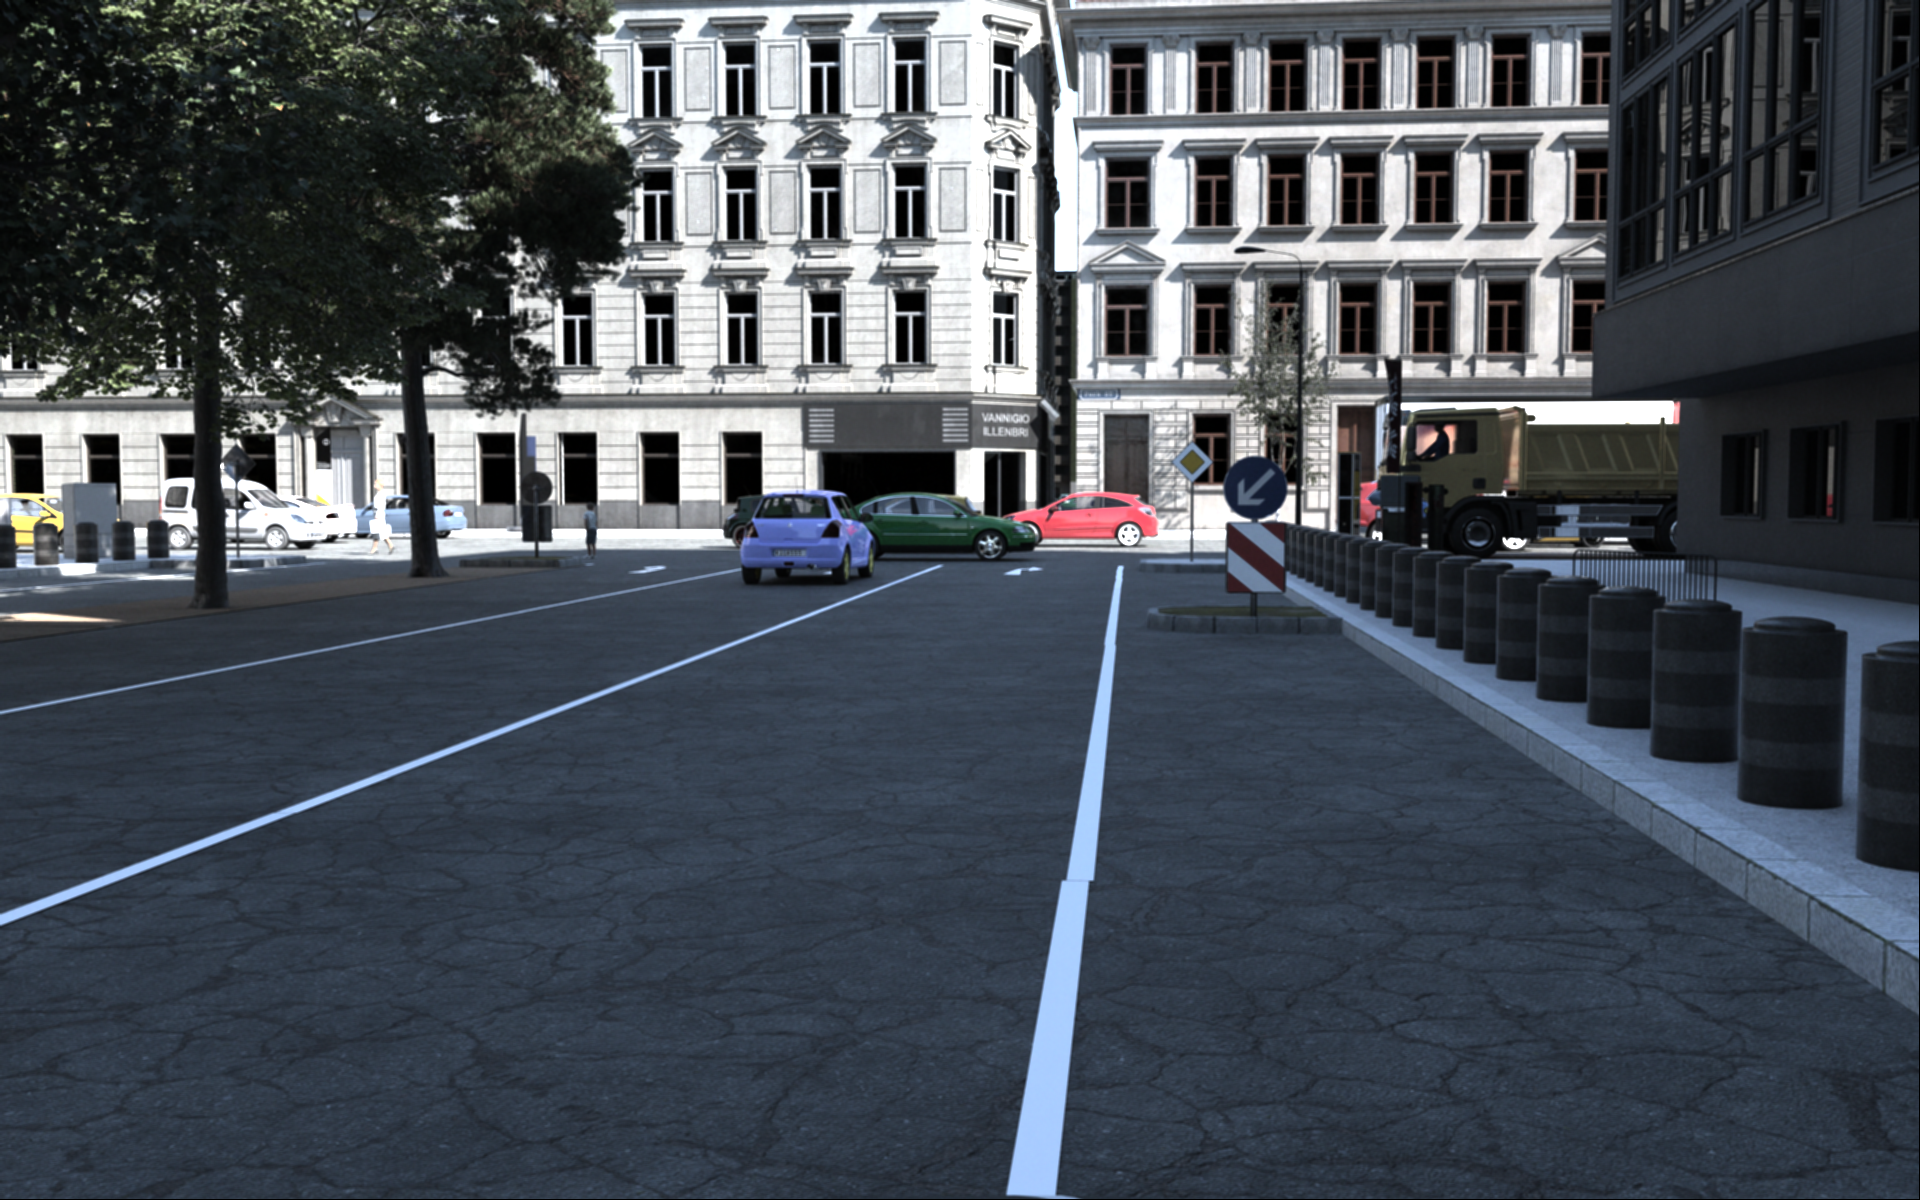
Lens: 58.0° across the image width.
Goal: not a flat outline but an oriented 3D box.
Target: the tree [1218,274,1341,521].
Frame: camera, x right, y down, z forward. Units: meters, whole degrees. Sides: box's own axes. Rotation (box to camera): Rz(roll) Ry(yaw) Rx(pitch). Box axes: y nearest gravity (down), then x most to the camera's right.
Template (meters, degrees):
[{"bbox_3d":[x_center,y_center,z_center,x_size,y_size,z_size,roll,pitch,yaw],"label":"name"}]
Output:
[{"bbox_3d":[10.584,-6.549,57.445,4.360,8.622,3.978,0,3,0],"label":"tree"}]

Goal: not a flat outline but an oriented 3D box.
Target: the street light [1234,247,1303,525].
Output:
[{"bbox_3d":[5.848,-3.675,32.620,1.470,5.913,1.316,0,4,6],"label":"street light"}]

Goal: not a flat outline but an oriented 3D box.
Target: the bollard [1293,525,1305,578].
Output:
[{"bbox_3d":[5.353,-0.718,26.451,0.404,0.777,0.398,0,3,0],"label":"bollard"}]

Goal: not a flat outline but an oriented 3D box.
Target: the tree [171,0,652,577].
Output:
[{"bbox_3d":[-9.398,-7.328,29.690,7.806,13.903,7.818,0,3,0],"label":"tree"}]

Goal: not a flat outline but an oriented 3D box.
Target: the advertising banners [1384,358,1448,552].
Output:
[{"bbox_3d":[6.083,-1.649,23.145,0.090,3.025,2.074,3,4,38],"label":"advertising banners"}]

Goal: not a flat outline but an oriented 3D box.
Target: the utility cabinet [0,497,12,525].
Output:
[{"bbox_3d":[-19.414,-1.420,34.373,1.020,1.237,0.306,0,4,-8],"label":"utility cabinet"}]

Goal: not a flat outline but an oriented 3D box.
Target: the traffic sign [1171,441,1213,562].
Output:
[{"bbox_3d":[4.401,-1.788,32.870,0.795,2.450,0.064,0,4,6],"label":"traffic sign"}]

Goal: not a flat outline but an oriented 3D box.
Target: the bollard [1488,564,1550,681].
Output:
[{"bbox_3d":[3.934,0.165,12.022,0.404,0.777,0.398,0,3,0],"label":"bollard"}]

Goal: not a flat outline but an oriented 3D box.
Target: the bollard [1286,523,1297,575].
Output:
[{"bbox_3d":[5.476,-0.791,27.655,0.404,0.777,0.398,0,3,0],"label":"bollard"}]

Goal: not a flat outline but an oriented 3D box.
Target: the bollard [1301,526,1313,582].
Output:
[{"bbox_3d":[5.242,-0.644,25.253,0.404,0.777,0.398,0,3,0],"label":"bollard"}]

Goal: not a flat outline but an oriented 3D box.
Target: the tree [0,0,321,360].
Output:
[{"bbox_3d":[-10.524,-5.732,13.188,9.611,12.733,9.660,0,3,0],"label":"tree"}]

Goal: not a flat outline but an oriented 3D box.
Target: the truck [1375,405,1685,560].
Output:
[{"bbox_3d":[13.604,-2.641,39.113,9.791,3.379,3.469,0,4,4],"label":"truck"}]

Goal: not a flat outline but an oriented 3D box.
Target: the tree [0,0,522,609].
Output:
[{"bbox_3d":[-9.453,-6.188,21.761,7.486,12.596,7.792,0,3,0],"label":"tree"}]

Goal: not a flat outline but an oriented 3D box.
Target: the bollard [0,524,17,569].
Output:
[{"bbox_3d":[-16.561,-0.933,29.967,0.404,0.777,0.398,0,3,0],"label":"bollard"}]

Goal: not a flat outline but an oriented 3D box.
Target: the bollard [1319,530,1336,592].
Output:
[{"bbox_3d":[5.002,-0.497,22.841,0.404,0.777,0.398,0,3,0],"label":"bollard"}]

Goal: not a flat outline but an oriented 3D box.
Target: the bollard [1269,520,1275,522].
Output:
[{"bbox_3d":[5.826,-1.012,31.260,0.404,0.777,0.398,0,3,0],"label":"bollard"}]

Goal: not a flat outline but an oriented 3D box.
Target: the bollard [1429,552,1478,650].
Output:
[{"bbox_3d":[4.173,0.018,14.420,0.404,0.777,0.398,0,3,0],"label":"bollard"}]

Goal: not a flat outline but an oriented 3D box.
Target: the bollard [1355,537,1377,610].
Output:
[{"bbox_3d":[4.651,-0.276,19.237,0.404,0.777,0.398,0,3,0],"label":"bollard"}]

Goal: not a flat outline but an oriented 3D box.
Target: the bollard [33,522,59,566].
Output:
[{"bbox_3d":[-16.447,-1.006,31.163,0.404,0.777,0.398,0,3,0],"label":"bollard"}]

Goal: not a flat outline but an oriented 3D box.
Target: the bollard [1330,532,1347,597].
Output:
[{"bbox_3d":[4.884,-0.423,21.635,0.404,0.777,0.398,0,3,0],"label":"bollard"}]

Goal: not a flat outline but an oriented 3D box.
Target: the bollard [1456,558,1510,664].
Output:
[{"bbox_3d":[4.055,0.092,13.218,0.404,0.777,0.398,0,3,0],"label":"bollard"}]

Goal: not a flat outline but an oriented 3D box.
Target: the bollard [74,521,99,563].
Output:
[{"bbox_3d":[-16.327,-1.080,32.368,0.404,0.777,0.398,0,3,0],"label":"bollard"}]

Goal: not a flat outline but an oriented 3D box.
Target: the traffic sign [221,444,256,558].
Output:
[{"bbox_3d":[-14.500,-1.902,34.743,0.795,2.450,0.064,0,4,6],"label":"traffic sign"}]

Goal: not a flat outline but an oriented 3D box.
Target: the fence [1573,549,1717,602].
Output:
[{"bbox_3d":[7.078,-0.161,18.002,0.278,0.683,2.069,-1,4,-22],"label":"fence"}]

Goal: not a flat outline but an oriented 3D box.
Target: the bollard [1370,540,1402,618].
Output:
[{"bbox_3d":[4.532,-0.203,18.030,0.404,0.777,0.398,0,3,0],"label":"bollard"}]

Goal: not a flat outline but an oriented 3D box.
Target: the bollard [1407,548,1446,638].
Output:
[{"bbox_3d":[4.294,-0.055,15.624,0.404,0.777,0.398,0,3,0],"label":"bollard"}]

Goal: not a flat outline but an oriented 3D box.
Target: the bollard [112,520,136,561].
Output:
[{"bbox_3d":[-16.211,-1.153,33.564,0.404,0.777,0.398,0,3,0],"label":"bollard"}]

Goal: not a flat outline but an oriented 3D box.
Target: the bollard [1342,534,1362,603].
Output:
[{"bbox_3d":[4.764,-0.350,20.433,0.404,0.777,0.398,0,3,0],"label":"bollard"}]

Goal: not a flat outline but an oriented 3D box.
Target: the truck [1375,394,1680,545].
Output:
[{"bbox_3d":[17.767,-3.720,49.732,11.283,4.237,2.839,0,4,7],"label":"truck"}]

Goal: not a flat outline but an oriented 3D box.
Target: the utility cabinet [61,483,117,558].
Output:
[{"bbox_3d":[-17.405,-1.588,34.642,0.318,1.500,1.173,1,4,14],"label":"utility cabinet"}]

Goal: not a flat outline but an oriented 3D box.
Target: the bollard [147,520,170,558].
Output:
[{"bbox_3d":[-16.094,-1.226,34.760,0.404,0.777,0.398,0,3,0],"label":"bollard"}]

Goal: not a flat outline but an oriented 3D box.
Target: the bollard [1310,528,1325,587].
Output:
[{"bbox_3d":[5.122,-0.570,24.037,0.404,0.777,0.398,0,3,0],"label":"bollard"}]

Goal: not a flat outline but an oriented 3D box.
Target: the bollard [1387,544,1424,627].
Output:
[{"bbox_3d":[4.412,-0.130,16.835,0.404,0.777,0.398,0,3,0],"label":"bollard"}]
